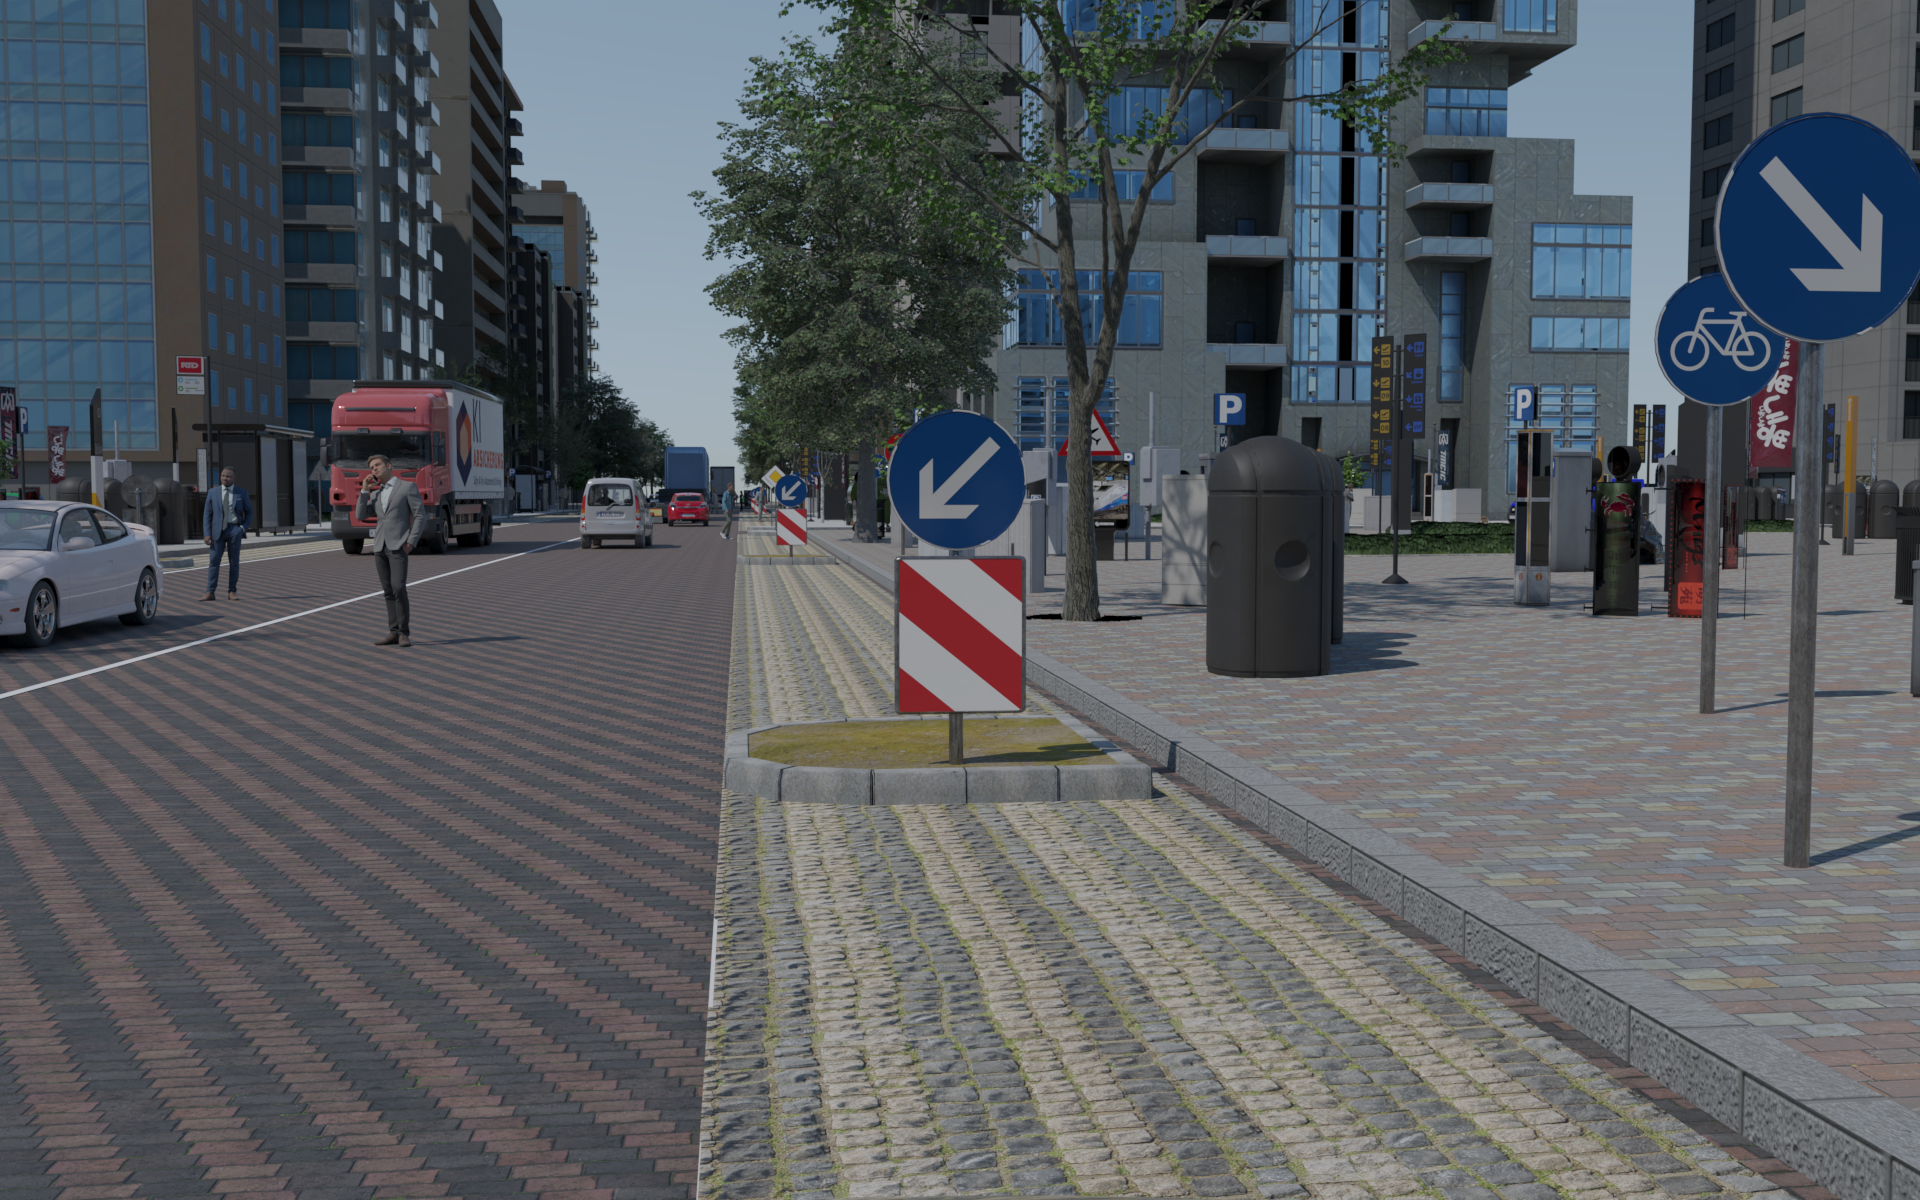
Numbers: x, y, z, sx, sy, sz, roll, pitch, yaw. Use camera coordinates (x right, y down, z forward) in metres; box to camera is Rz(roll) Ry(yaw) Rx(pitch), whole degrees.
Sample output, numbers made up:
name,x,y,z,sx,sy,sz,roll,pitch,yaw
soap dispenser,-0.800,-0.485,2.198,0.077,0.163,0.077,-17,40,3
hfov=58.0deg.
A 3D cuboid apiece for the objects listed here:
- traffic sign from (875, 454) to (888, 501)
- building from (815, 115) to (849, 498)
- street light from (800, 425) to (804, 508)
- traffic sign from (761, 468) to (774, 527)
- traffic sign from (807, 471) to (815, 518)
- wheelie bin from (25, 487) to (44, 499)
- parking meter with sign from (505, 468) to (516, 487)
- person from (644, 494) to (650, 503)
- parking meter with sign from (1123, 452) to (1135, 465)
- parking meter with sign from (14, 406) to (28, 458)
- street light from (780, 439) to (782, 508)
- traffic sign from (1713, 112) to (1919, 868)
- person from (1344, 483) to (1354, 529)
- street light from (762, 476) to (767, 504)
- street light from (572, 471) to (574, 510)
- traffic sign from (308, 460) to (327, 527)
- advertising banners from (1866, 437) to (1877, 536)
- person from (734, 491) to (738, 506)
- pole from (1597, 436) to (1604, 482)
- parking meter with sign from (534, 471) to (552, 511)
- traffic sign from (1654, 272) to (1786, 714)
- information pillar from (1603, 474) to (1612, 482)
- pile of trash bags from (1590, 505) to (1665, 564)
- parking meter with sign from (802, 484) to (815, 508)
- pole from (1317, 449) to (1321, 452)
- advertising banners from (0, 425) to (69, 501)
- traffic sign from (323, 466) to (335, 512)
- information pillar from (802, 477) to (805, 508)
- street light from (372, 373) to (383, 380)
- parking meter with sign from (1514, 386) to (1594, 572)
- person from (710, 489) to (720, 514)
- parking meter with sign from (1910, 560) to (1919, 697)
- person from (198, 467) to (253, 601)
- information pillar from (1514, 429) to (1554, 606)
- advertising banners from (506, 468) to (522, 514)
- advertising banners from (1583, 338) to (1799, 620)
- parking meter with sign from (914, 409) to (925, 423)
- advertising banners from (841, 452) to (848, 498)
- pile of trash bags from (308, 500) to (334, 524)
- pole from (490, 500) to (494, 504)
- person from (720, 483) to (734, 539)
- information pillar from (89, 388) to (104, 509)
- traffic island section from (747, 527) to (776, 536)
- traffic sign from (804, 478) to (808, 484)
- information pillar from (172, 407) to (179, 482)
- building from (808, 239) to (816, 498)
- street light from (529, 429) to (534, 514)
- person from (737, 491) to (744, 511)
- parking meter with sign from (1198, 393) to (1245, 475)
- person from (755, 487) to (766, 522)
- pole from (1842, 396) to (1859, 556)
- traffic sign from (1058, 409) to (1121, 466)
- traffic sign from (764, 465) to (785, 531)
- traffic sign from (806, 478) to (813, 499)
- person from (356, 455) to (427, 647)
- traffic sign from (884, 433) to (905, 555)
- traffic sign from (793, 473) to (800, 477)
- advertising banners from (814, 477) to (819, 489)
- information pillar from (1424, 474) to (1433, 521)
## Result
name,x,y,z,sx,sy,sz,roll,pitch,yaw
traffic sign,-2.673,-3.364,55.102,0.768,2.556,0.104,0,4,-6
building,-12.416,-44.762,273.858,21.231,58.520,28.212,0,4,-7
street light,-8.604,-7.386,93.540,0.468,5.910,1.993,0,4,-7
traffic sign,-7.400,-3.937,68.017,0.795,2.450,0.064,0,4,-7
traffic sign,-7.956,-5.757,94.236,0.768,2.556,0.104,0,4,-3
wheelie bin,-39.296,-3.999,73.296,0.980,1.594,0.693,-1,4,-20
parking meter with sign,-30.801,-7.447,118.019,0.543,3.016,1.738,-2,4,-33
person,-27.213,-8.473,150.226,0.799,1.438,0.628,1,4,15
parking meter with sign,6.560,-4.618,71.767,0.543,3.016,1.738,3,4,36
parking meter with sign,-19.475,-2.329,34.343,1.738,3.016,0.543,-1,4,-12
street light,-14.674,-10.350,142.009,0.468,5.910,1.993,0,4,-7
traffic sign,2.885,-0.354,5.895,0.768,2.556,0.104,0,4,-6
person,15.241,-3.641,67.836,0.447,1.846,0.655,0,4,-7
street light,-28.826,-17.138,252.989,0.468,5.910,1.993,0,4,-7
street light,-31.871,-10.378,142.473,0.468,5.910,1.993,0,4,-7
traffic sign,-24.677,-4.083,66.764,0.884,2.594,0.081,0,4,-4
advertising banners,27.442,-3.443,52.481,0.090,3.025,2.074,3,5,43
person,-26.649,-12.005,205.314,0.617,1.759,0.750,1,4,9
pole,22.706,-4.133,61.422,0.158,3.312,0.155,0,3,0
parking meter with sign,-30.896,-8.074,128.276,0.543,3.016,1.738,1,4,20
traffic sign,4.369,-0.608,10.054,0.768,2.556,0.104,0,4,-2
information pillar,23.832,-3.635,63.926,0.304,2.012,0.304,-3,5,-42
pile of trash bags,11.330,-1.327,31.449,3.447,1.369,1.912,-3,5,-42
parking meter with sign,-11.889,-8.532,135.760,0.543,3.016,1.738,-3,5,-43
pole,16.217,-5.167,78.324,0.158,3.312,0.155,0,3,0
advertising banners,-23.602,-2.914,43.833,2.074,3.025,0.090,-3,5,-44
traffic sign,-24.048,-4.072,66.576,0.884,2.594,0.081,0,4,-2
information pillar,-8.680,-6.403,96.044,0.183,3.616,0.504,0,4,-8
street light,-22.263,-5.722,66.335,0.468,5.910,1.993,0,4,-7
parking meter with sign,10.007,-1.971,28.481,1.738,3.016,0.543,-1,4,-16
person,-17.520,-7.034,123.864,0.624,1.780,0.694,3,5,42
parking meter with sign,6.687,-0.925,11.388,0.543,3.016,1.738,3,4,39
person,-9.922,-0.899,23.386,0.721,1.800,0.419,-2,4,-25
information pillar,6.578,-0.940,19.866,0.304,2.012,0.304,-1,4,-12
advertising banners,-29.548,-7.243,114.610,0.090,3.025,2.074,-3,5,-40
advertising banners,7.550,-1.324,17.828,2.074,3.025,0.090,2,4,25
parking meter with sign,-0.021,-2.392,35.367,1.738,3.016,0.543,-1,4,-18
advertising banners,-4.751,-4.725,73.444,0.090,3.025,2.074,1,4,12
pile of trash bags,-28.011,-3.942,74.207,3.447,1.369,1.912,-3,5,-40
pole,-30.868,-7.357,114.131,0.158,3.312,0.155,0,3,0
person,-7.363,-2.813,54.829,0.444,1.785,0.601,2,4,25
information pillar,-18.931,-2.854,38.015,0.183,3.616,0.504,0,4,-7
traffic island section,-6.374,-2.318,60.175,2.009,0.180,2.903,0,4,-7
traffic sign,-12.425,-8.484,138.711,0.884,2.594,0.081,0,4,1
information pillar,-21.218,-3.396,46.873,0.183,3.616,0.504,-1,4,-18
building,-18.636,-39.443,295.000,14.600,45.320,14.200,0,4,-7
street light,-28.246,-8.651,114.232,0.468,5.910,1.993,0,4,-7
person,-18.861,-8.532,148.724,0.721,1.735,1.217,-2,4,-32
parking meter with sign,4.558,-2.117,30.867,0.543,3.016,1.738,0,4,-7
person,-10.141,-4.864,88.118,0.391,1.810,0.635,2,4,25
pole,18.569,-2.586,36.118,0.158,3.312,0.155,0,3,0
traffic sign,1.797,-1.473,24.081,0.884,2.594,0.081,0,3,0
traffic sign,-6.397,-3.453,60.095,0.795,2.450,0.064,0,4,-7
traffic sign,-8.556,-6.167,100.931,0.768,2.556,0.104,0,4,-3
person,-5.378,-0.471,16.388,0.592,1.802,0.473,2,4,34
traffic sign,-1.193,-2.210,36.247,0.768,2.556,0.104,0,4,2
traffic sign,-9.704,-6.276,102.723,0.768,2.556,0.104,0,4,-5
advertising banners,-7.309,-5.920,92.985,0.090,3.025,2.074,-2,4,-35
information pillar,17.226,-3.623,63.727,0.304,2.012,0.304,1,4,14
